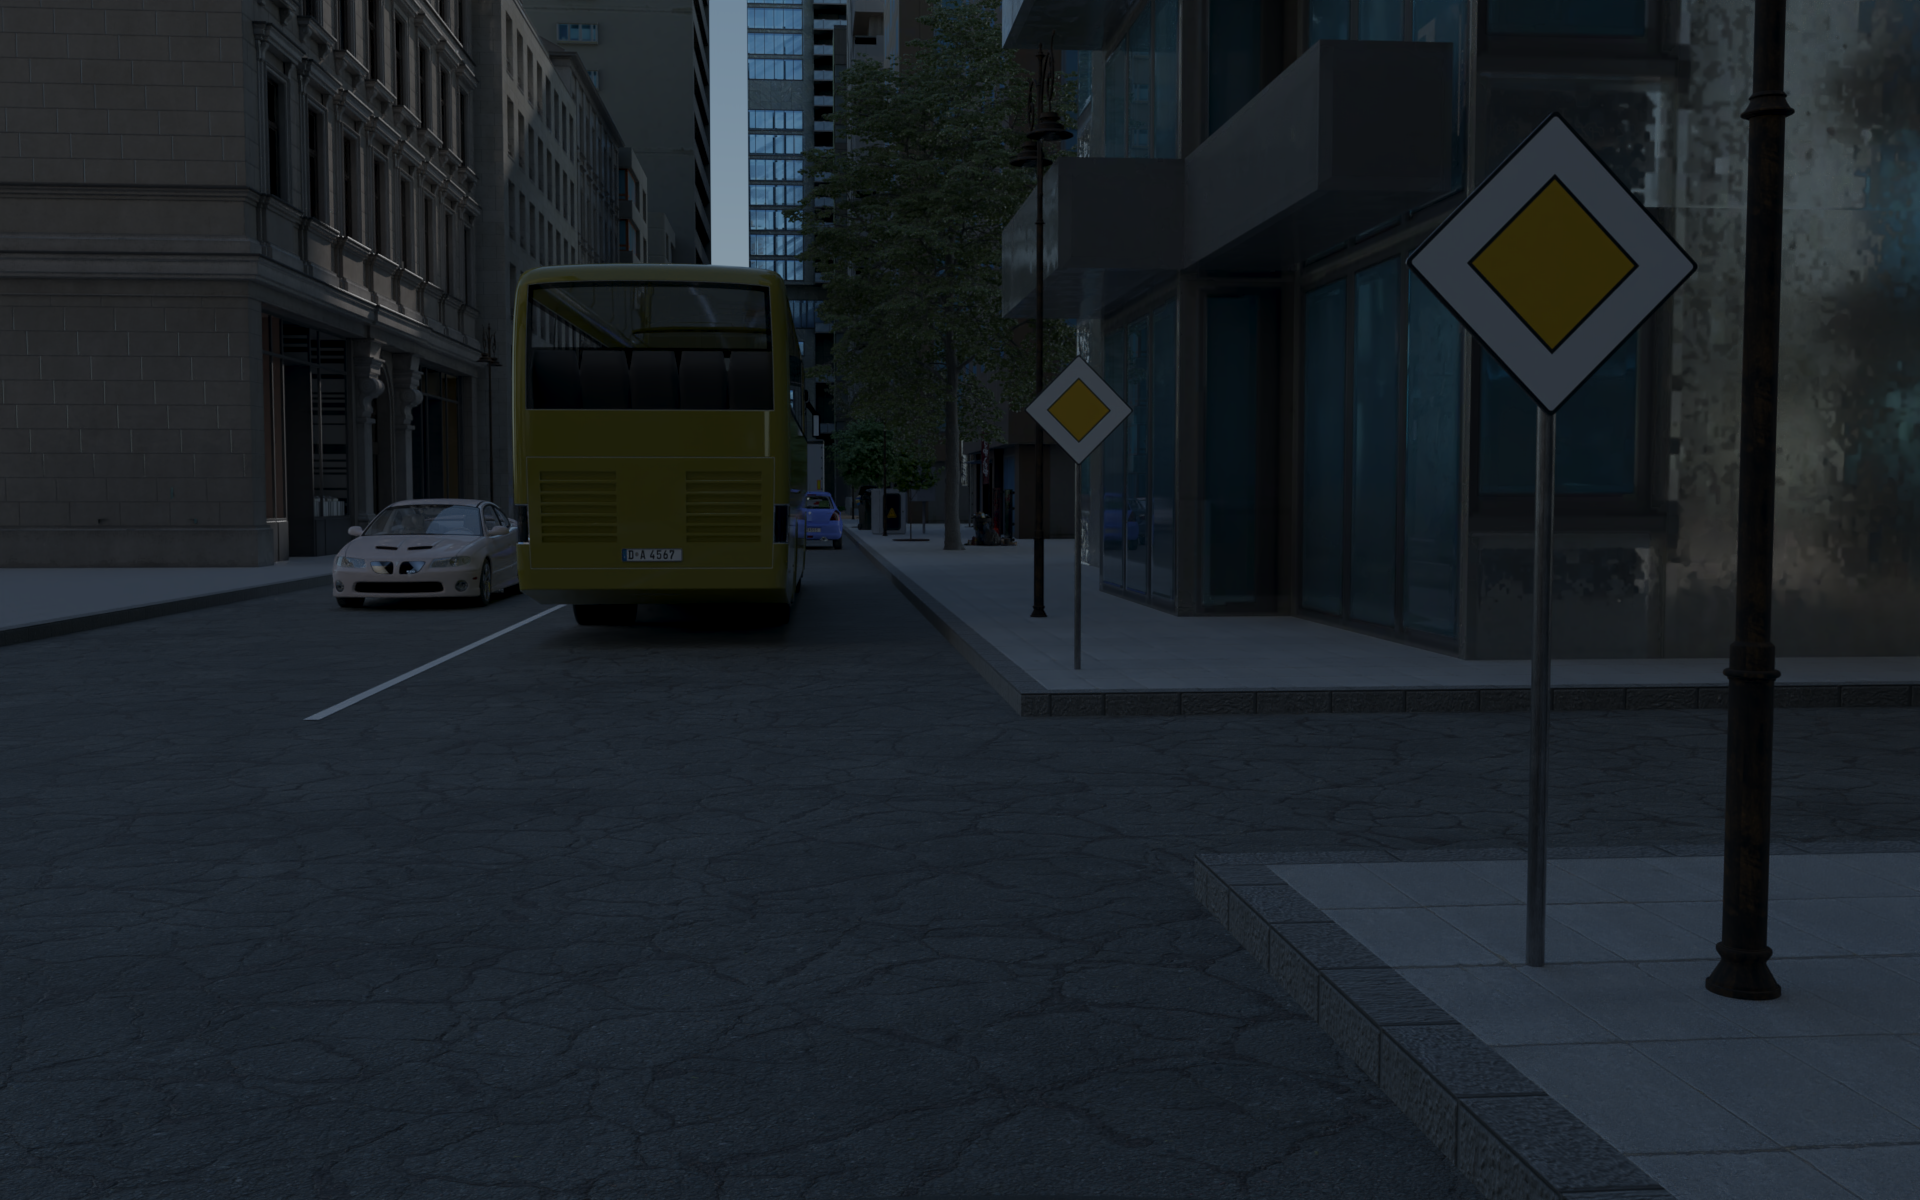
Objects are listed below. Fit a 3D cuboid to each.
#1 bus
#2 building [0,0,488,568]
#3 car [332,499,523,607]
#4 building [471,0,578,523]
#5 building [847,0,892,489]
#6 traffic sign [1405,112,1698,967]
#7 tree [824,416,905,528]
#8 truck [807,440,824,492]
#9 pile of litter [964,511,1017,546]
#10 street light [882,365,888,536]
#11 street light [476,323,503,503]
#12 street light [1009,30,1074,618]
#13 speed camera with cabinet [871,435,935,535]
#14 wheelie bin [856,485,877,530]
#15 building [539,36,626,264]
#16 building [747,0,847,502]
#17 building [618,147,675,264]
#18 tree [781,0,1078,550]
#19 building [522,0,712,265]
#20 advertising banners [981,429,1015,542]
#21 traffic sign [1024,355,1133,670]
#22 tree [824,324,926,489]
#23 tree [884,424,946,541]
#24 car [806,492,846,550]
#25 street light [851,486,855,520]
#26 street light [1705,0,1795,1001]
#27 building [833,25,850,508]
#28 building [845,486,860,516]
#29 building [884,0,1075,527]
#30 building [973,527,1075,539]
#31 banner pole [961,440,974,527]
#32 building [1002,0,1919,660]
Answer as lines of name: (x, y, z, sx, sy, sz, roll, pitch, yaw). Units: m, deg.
bus: (-3.263, -1.856, 21.900, 2.896, 3.916, 12.252, 0, 4, -4)
building: (-16.811, -10.992, 30.630, 10.553, 20.767, 40.483, 0, 4, -5)
car: (-7.070, -0.679, 23.458, 2.083, 1.381, 4.827, 0, 4, -5)
building: (-19.419, -12.504, 59.194, 10.420, 20.320, 16.860, 0, 4, -5)
building: (4.930, -33.399, 135.305, 28.713, 52.752, 27.495, 0, 4, -5)
traffic sign: (1.564, -0.062, 4.655, 0.795, 2.450, 0.064, 0, 4, -5)
tree: (-3.549, -5.058, 66.418, 4.285, 4.588, 4.351, 0, 3, 0)
truck: (-8.884, -6.464, 94.596, 2.839, 4.237, 11.283, 0, 4, -7)
pile of litter: (0.714, -1.789, 43.222, 1.176, 0.858, 1.719, -2, 4, -30)
street light: (-2.288, -4.887, 52.688, 0.468, 5.910, 1.993, 0, 4, -5)
street light: (-12.738, -4.540, 47.017, 0.468, 5.910, 1.993, 0, 4, -5)
street light: (0.823, -2.759, 17.903, 0.468, 5.910, 1.993, 0, 4, -5)
speed camera with cabinet: (-1.806, -3.735, 55.405, 2.038, 3.252, 0.660, -2, 4, -29)
wheelie bin: (-3.219, -3.296, 61.798, 0.980, 1.594, 0.693, -2, 4, -32)
building: (-20.619, -13.915, 76.667, 9.793, 20.994, 18.267, 0, 4, -5)
building: (-10.271, -53.097, 180.805, 31.000, 86.520, 22.319, 0, 4, -5)
building: (-31.396, -15.582, 99.806, 27.650, 21.520, 28.899, 0, 4, -5)
tree: (-0.164, -7.396, 39.056, 7.486, 12.596, 7.792, 0, 3, 0)
building: (-29.209, -30.628, 124.476, 21.300, 48.544, 21.600, 0, 4, -5)
advertising banners: (0.992, -3.066, 46.317, 0.090, 3.025, 2.074, -1, 4, -23)
traffic sign: (0.857, -0.548, 12.609, 0.795, 2.450, 0.064, 0, 4, -5)
tree: (-3.350, -7.395, 71.263, 4.360, 8.622, 3.978, 0, 3, 0)
tree: (-1.433, -3.216, 47.178, 1.663, 3.219, 1.824, 0, 3, 0)
car: (-3.988, -2.226, 45.981, 1.945, 1.707, 3.694, 0, 4, -5)
street light: (-5.387, -6.992, 87.109, 0.468, 5.910, 1.993, 0, 4, -5)
street light: (2.022, -1.927, 4.294, 0.468, 5.910, 1.993, 0, 4, -5)
building: (-4.331, -28.873, 155.669, 14.154, 41.232, 14.086, 0, 4, -5)
building: (8.902, -25.581, 110.130, 32.217, 40.220, 23.993, 0, 4, -5)
building: (3.679, -26.329, 80.594, 14.600, 45.320, 14.200, 0, 4, -5)
building: (7.604, -24.769, 55.078, 14.600, 45.320, 14.200, 0, 4, -5)
banner pole: (0.251, -4.676, 66.475, 0.401, 3.779, 0.863, 2, 4, 31)
building: (15.745, -24.640, 22.473, 30.456, 49.044, 23.786, 0, 4, -5)
